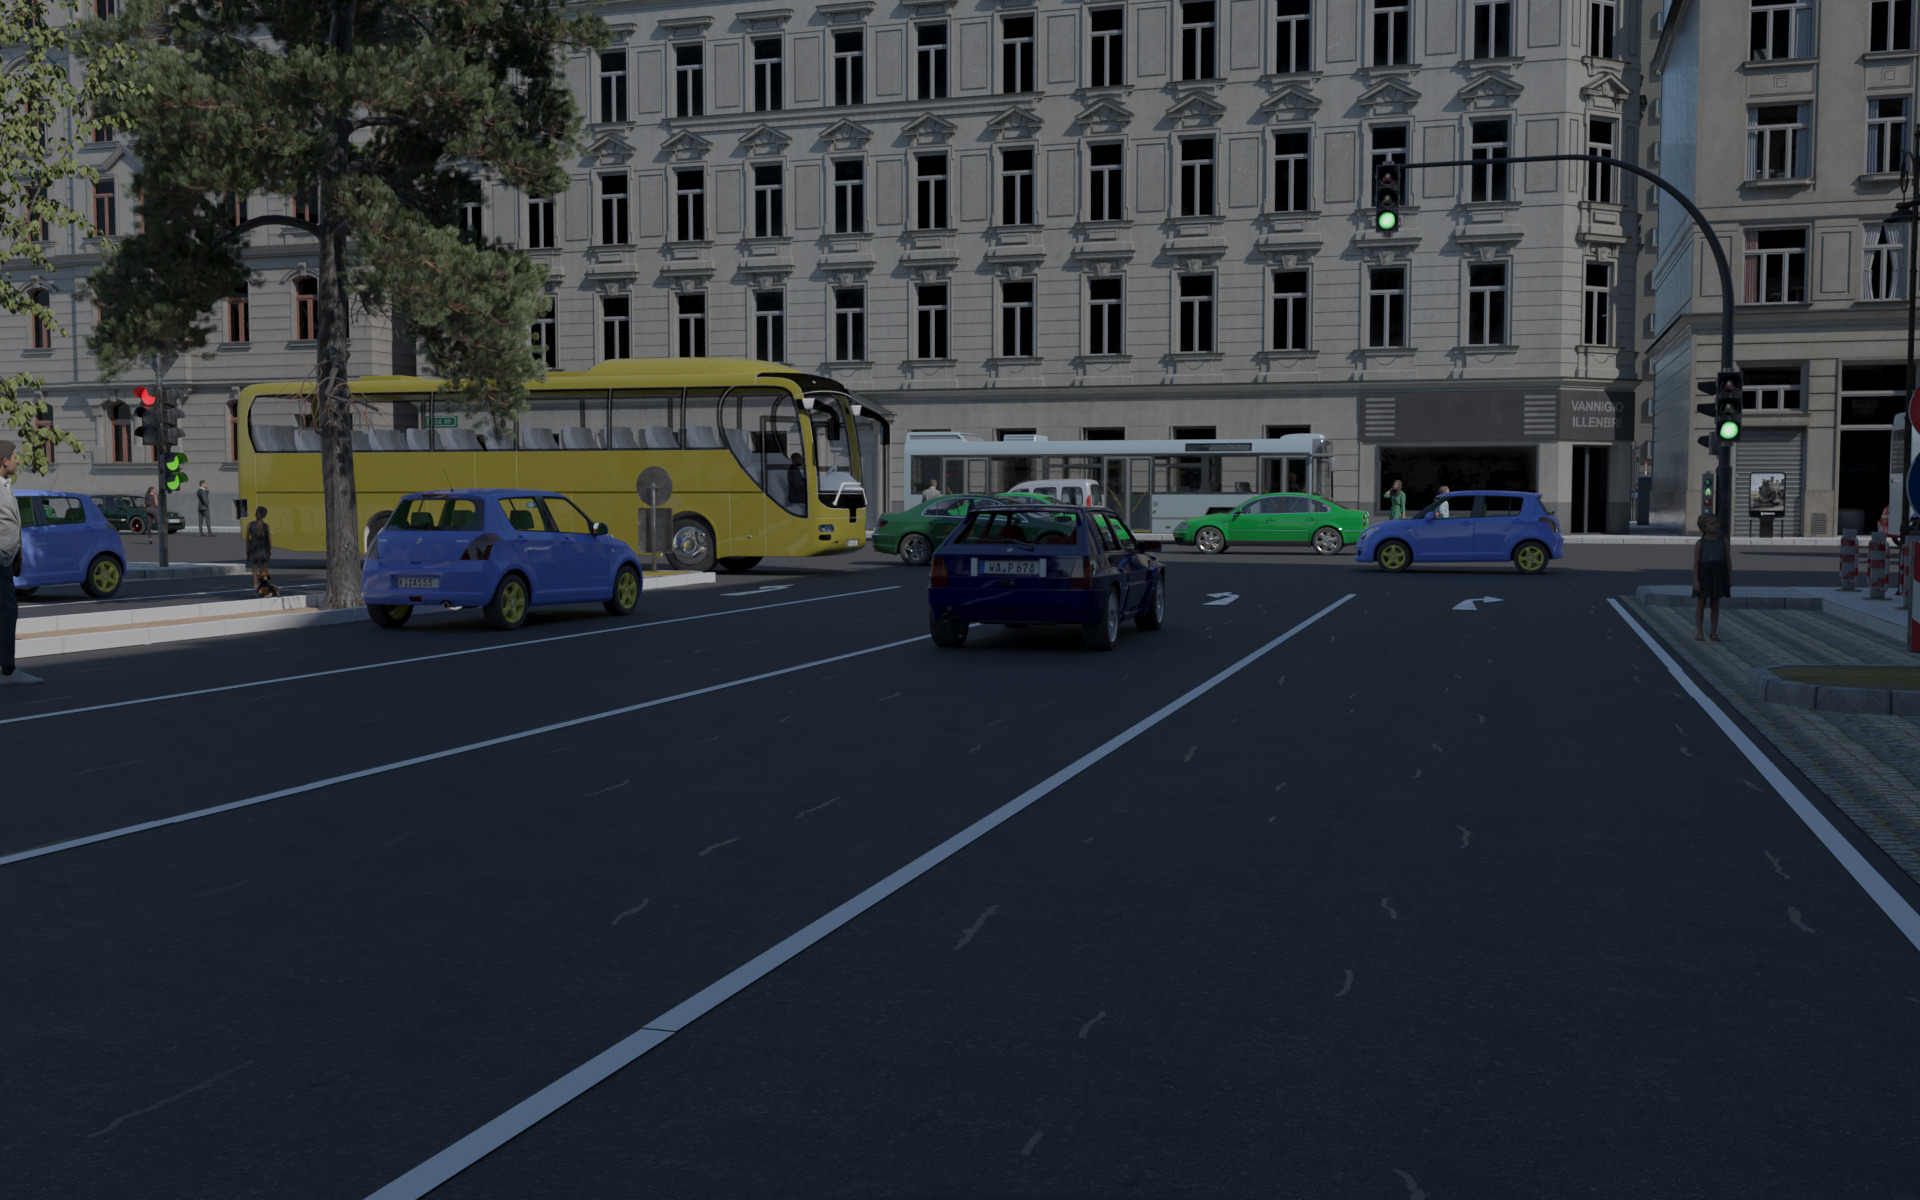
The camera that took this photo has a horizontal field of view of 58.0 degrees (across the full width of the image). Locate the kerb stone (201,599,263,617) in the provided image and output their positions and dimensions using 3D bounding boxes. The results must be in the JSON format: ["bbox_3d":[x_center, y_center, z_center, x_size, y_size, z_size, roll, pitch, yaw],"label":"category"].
[{"bbox_3d":[-8.703,0.099,20.572,0.120,0.150,1.000,1,4,18],"label":"kerb stone"}]

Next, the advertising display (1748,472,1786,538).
[{"bbox_3d":[23.548,-2.772,50.542,0.974,1.923,0.123,1,4,17],"label":"advertising display"}]

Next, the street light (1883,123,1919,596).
[{"bbox_3d":[11.947,-2.996,21.767,0.468,5.910,1.993,1,4,18],"label":"street light"}]

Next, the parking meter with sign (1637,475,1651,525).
[{"bbox_3d":[28.170,-4.573,71.027,1.738,3.016,0.543,2,4,27],"label":"parking meter with sign"}]

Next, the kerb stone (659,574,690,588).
[{"bbox_3d":[-4.509,-0.283,26.818,0.120,0.150,1.000,1,4,18],"label":"kerb stone"}]

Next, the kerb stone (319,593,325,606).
[{"bbox_3d":[-8.082,-0.020,22.529,0.120,0.150,1.000,1,4,18],"label":"kerb stone"}]

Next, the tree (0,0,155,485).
[{"bbox_3d":[-9.222,-3.833,15.487,4.737,8.622,4.395,0,3,0],"label":"tree"}]

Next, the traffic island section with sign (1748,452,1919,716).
[{"bbox_3d":[6.599,-0.203,11.949,1.989,1.847,2.006,1,4,18],"label":"traffic island section with sign"}]

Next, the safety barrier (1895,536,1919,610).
[{"bbox_3d":[10.536,-0.298,19.154,0.300,0.817,1.120,1,4,18],"label":"safety barrier"}]

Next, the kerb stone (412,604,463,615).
[{"bbox_3d":[-6.384,0.082,20.939,0.120,0.150,1.000,1,4,18],"label":"kerb stone"}]

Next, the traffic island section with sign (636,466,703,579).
[{"bbox_3d":[-5.220,-1.213,27.970,2.006,1.907,1.989,1,4,18],"label":"traffic island section with sign"}]

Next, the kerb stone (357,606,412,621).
[{"bbox_3d":[-6.696,0.137,19.962,0.120,0.150,1.000,1,4,18],"label":"kerb stone"}]

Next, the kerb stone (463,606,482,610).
[{"bbox_3d":[-6.070,0.017,21.916,0.120,0.150,1.000,1,4,18],"label":"kerb stone"}]

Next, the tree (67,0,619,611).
[{"bbox_3d":[-7.658,-5.902,21.006,6.751,12.117,7.091,0,3,0],"label":"tree"}]

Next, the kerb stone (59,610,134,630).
[{"bbox_3d":[-9.333,0.219,18.608,0.120,0.150,1.000,1,4,18],"label":"kerb stone"}]

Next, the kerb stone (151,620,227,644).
[{"bbox_3d":[-7.634,0.321,17.026,0.120,0.150,1.000,1,4,18],"label":"kerb stone"}]

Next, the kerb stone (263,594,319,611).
[{"bbox_3d":[-8.394,0.039,21.551,0.120,0.150,1.000,1,4,18],"label":"kerb stone"}]

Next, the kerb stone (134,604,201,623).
[{"bbox_3d":[-9.019,0.161,19.587,0.120,0.150,1.000,1,4,18],"label":"kerb stone"}]

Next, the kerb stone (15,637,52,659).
[{"bbox_3d":[-8.262,0.436,15.061,0.120,0.150,1.000,1,4,18],"label":"kerb stone"}]

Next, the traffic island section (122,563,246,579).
[{"bbox_3d":[-14.041,-0.504,30.526,2.009,0.180,2.903,1,4,18],"label":"traffic island section"}]

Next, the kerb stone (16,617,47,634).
[{"bbox_3d":[-9.646,0.279,17.630,0.120,0.150,1.000,1,4,18],"label":"kerb stone"}]

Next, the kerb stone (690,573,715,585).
[{"bbox_3d":[-4.202,-0.343,27.797,0.120,0.150,1.000,1,4,18],"label":"kerb stone"}]

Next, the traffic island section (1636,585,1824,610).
[{"bbox_3d":[10.056,-0.035,22.861,2.009,0.180,2.903,1,4,18],"label":"traffic island section"}]

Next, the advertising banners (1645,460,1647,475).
[{"bbox_3d":[35.697,-5.720,89.715,0.090,3.025,2.074,3,4,36],"label":"advertising banners"}]

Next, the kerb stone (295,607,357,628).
[{"bbox_3d":[-7.004,0.201,18.983,0.120,0.150,1.000,1,4,18],"label":"kerb stone"}]

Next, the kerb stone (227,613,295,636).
[{"bbox_3d":[-7.323,0.258,18.007,0.120,0.150,1.000,1,4,18],"label":"kerb stone"}]

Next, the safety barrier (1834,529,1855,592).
[{"bbox_3d":[11.708,-0.522,22.810,0.300,0.817,1.120,1,4,18],"label":"safety barrier"}]

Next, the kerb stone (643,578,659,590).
[{"bbox_3d":[-4.823,-0.223,25.836,0.120,0.150,1.000,1,4,18],"label":"kerb stone"}]

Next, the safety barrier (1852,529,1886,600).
[{"bbox_3d":[11.122,-0.410,20.980,0.300,0.817,1.120,1,4,18],"label":"safety barrier"}]

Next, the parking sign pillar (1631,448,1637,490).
[{"bbox_3d":[38.664,-6.869,100.773,1.447,3.967,1.447,-1,4,-19],"label":"parking sign pillar"}]

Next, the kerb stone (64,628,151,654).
[{"bbox_3d":[-7.944,0.378,16.043,0.120,0.150,1.000,1,4,18],"label":"kerb stone"}]
